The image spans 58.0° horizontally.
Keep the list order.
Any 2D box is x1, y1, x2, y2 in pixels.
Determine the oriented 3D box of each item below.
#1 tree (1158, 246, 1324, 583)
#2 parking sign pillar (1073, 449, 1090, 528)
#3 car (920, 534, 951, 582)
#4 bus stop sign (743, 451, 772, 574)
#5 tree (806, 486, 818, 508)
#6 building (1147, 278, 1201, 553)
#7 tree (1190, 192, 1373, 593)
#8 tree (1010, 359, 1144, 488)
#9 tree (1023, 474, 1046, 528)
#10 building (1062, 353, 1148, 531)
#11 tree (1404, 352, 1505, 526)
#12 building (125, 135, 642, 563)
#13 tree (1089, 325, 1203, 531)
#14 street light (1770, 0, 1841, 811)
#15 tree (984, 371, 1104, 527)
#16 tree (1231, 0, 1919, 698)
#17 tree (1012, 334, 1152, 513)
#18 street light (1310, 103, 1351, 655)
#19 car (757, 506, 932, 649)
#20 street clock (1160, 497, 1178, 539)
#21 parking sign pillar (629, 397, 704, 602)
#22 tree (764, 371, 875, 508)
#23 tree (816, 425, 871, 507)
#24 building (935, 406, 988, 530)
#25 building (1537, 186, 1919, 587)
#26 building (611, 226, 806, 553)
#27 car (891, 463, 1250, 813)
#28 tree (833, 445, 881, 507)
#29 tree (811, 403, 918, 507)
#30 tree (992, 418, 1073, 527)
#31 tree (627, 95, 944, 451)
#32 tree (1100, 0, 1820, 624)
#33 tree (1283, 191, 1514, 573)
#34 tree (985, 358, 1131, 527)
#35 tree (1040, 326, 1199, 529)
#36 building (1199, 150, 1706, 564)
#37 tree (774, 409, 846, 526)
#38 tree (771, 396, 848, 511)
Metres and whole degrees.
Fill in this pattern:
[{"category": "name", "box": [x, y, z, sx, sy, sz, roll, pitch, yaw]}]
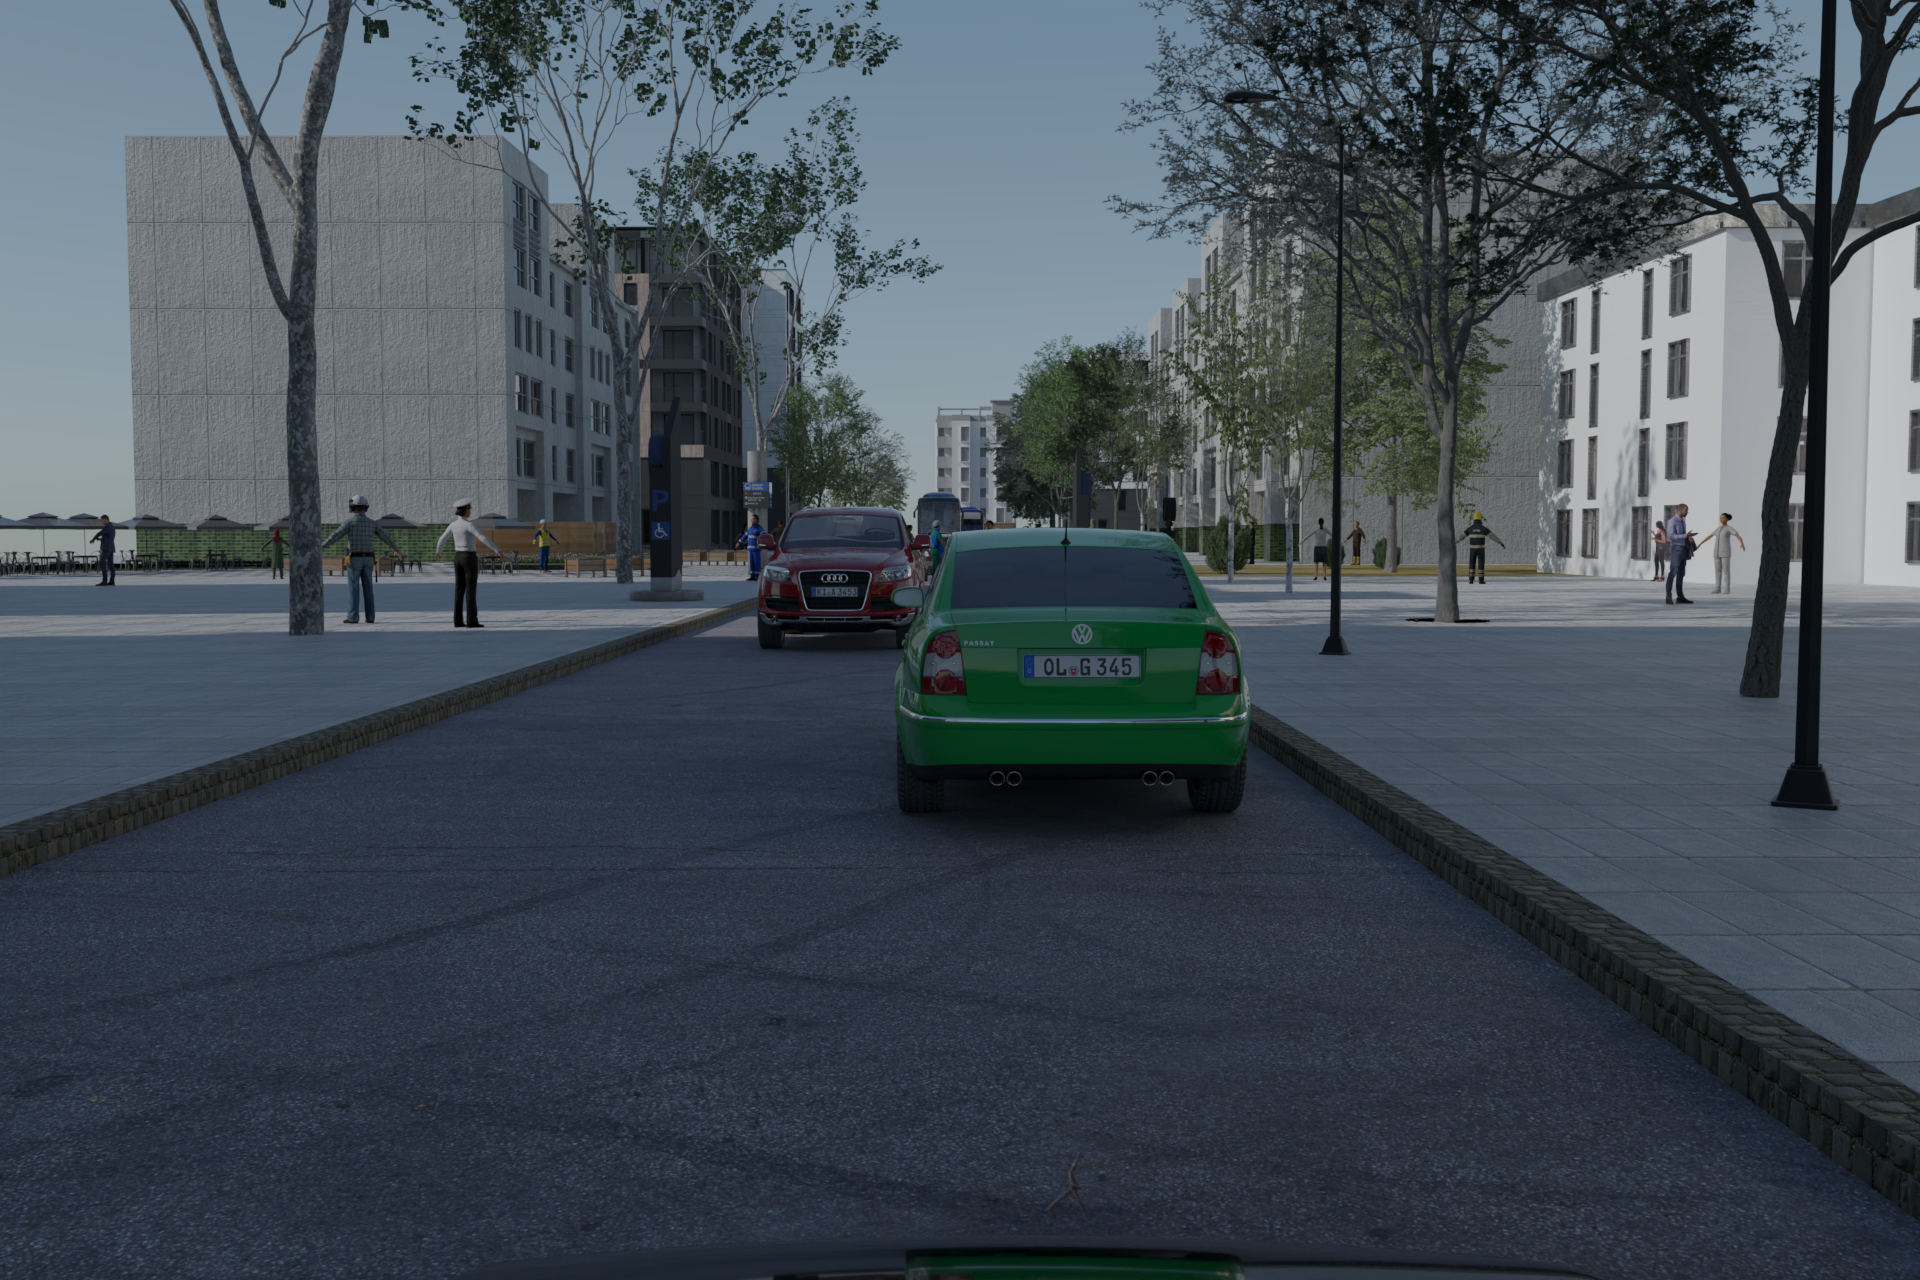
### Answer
[{"category": "tree", "box": [7.348, -5.801, 45.212, 4.737, 8.622, 4.395, 0, 3, 0]}, {"category": "parking sign pillar", "box": [3.866, -4.094, 55.416, 1.447, 3.967, 1.447, 0, 4, -1]}, {"category": "car", "box": [-0.388, -2.687, 53.713, 2.009, 1.686, 4.222, 0, 4, -1]}, {"category": "bus stop sign", "box": [-6.443, -4.044, 55.139, 0.837, 3.901, 0.837, 0, 4, -1]}, {"category": "tree", "box": [-24.346, -19.846, 250.236, 9.928, 11.665, 9.643, 0, 3, 0]}, {"category": "building", "box": [24.046, -16.019, 128.369, 16.747, 18.905, 31.486, 0, 4, 0]}, {"category": "tree", "box": [7.260, -5.336, 37.605, 4.360, 8.622, 3.978, 0, 3, 0]}, {"category": "tree", "box": [6.918, -10.616, 99.325, 9.928, 11.665, 9.643, 0, 3, 0]}, {"category": "tree", "box": [7.036, -12.382, 152.803, 4.737, 8.622, 4.395, 0, 3, 0]}, {"category": "building", "box": [26.283, -22.468, 211.328, 27.936, 21.610, 32.646, 0, 3, 0]}, {"category": "tree", "box": [19.238, -7.226, 68.513, 4.737, 8.622, 4.395, 0, 3, 0]}, {"category": "building", "box": [-28.548, -13.854, 92.973, 16.747, 18.905, 31.486, 0, 4, 0]}, {"category": "tree", "box": [6.315, -6.829, 62.017, 4.360, 8.622, 3.978, 0, 3, 0]}, {"category": "street light", "box": [4.548, -2.170, 8.021, 1.470, 5.913, 1.316, 0, 4, 0]}, {"category": "tree", "box": [6.955, -13.782, 131.991, 9.857, 13.997, 8.962, 0, 3, 0]}, {"category": "tree", "box": [6.308, -4.807, 13.014, 8.767, 10.594, 7.601, 0, 4, -2]}, {"category": "tree", "box": [6.539, -10.006, 89.354, 9.928, 11.665, 9.643, 0, 3, 0]}, {"category": "street light", "box": [4.542, -2.798, 18.285, 1.470, 5.913, 1.316, 0, 4, 0]}, {"category": "car", "box": [-1.516, -0.897, 23.336, 2.281, 1.827, 5.304, 0, 4, 0]}, {"category": "street clock", "box": [4.126, -1.810, 34.168, 0.358, 2.002, 0.471, 0, 4, 0]}, {"category": "parking sign pillar", "box": [-5.687, -2.752, 33.465, 1.447, 3.967, 1.447, 0, 4, 0]}, {"category": "tree", "box": [-8.913, -11.252, 109.719, 9.928, 11.665, 9.643, 0, 3, 0]}, {"category": "tree", "box": [-8.140, -10.212, 117.334, 4.737, 8.622, 4.395, 0, 3, 0]}, {"category": "building", "box": [-3.115, -23.756, 247.291, 11.380, 20.090, 16.016, 0, 4, -8]}, {"category": "building", "box": [23.919, -6.249, 44.318, 9.099, 9.664, 28.070, 0, 3, 0]}, {"category": "building", "box": [-27.358, -17.598, 131.706, 27.936, 21.610, 32.646, 0, 4, 1]}, {"category": "car", "box": [0.549, -0.091, 10.279, 1.959, 1.807, 4.718, 0, 4, 0]}, {"category": "tree", "box": [-8.919, -11.486, 138.153, 4.360, 8.622, 3.978, 0, 3, 0]}, {"category": "tree", "box": [-9.001, -15.172, 158.432, 12.009, 13.543, 11.850, 0, 3, 0]}, {"category": "tree", "box": [6.441, -13.866, 144.837, 7.486, 12.596, 7.792, 0, 3, 0]}, {"category": "tree", "box": [-7.410, -13.368, 74.451, 12.611, 20.169, 13.585, 0, 3, 0]}, {"category": "tree", "box": [7.013, -7.009, 24.960, 12.009, 13.543, 11.850, 0, 3, 0]}, {"category": "tree", "box": [14.345, -8.535, 57.667, 7.486, 12.596, 7.792, 0, 3, 0]}, {"category": "tree", "box": [6.783, -12.769, 119.135, 12.009, 13.543, 11.850, 0, 3, 0]}, {"category": "tree", "box": [7.196, -8.713, 76.868, 7.601, 10.594, 8.767, -3, 5, -40]}, {"category": "building", "box": [22.813, -13.579, 88.475, 16.747, 18.905, 31.486, 0, 3, 0]}, {"category": "tree", "box": [-8.774, -9.104, 99.206, 4.737, 8.622, 4.395, 0, 3, 0]}, {"category": "tree", "box": [-8.187, -8.611, 91.147, 4.737, 8.622, 4.395, 0, 3, 0]}]
